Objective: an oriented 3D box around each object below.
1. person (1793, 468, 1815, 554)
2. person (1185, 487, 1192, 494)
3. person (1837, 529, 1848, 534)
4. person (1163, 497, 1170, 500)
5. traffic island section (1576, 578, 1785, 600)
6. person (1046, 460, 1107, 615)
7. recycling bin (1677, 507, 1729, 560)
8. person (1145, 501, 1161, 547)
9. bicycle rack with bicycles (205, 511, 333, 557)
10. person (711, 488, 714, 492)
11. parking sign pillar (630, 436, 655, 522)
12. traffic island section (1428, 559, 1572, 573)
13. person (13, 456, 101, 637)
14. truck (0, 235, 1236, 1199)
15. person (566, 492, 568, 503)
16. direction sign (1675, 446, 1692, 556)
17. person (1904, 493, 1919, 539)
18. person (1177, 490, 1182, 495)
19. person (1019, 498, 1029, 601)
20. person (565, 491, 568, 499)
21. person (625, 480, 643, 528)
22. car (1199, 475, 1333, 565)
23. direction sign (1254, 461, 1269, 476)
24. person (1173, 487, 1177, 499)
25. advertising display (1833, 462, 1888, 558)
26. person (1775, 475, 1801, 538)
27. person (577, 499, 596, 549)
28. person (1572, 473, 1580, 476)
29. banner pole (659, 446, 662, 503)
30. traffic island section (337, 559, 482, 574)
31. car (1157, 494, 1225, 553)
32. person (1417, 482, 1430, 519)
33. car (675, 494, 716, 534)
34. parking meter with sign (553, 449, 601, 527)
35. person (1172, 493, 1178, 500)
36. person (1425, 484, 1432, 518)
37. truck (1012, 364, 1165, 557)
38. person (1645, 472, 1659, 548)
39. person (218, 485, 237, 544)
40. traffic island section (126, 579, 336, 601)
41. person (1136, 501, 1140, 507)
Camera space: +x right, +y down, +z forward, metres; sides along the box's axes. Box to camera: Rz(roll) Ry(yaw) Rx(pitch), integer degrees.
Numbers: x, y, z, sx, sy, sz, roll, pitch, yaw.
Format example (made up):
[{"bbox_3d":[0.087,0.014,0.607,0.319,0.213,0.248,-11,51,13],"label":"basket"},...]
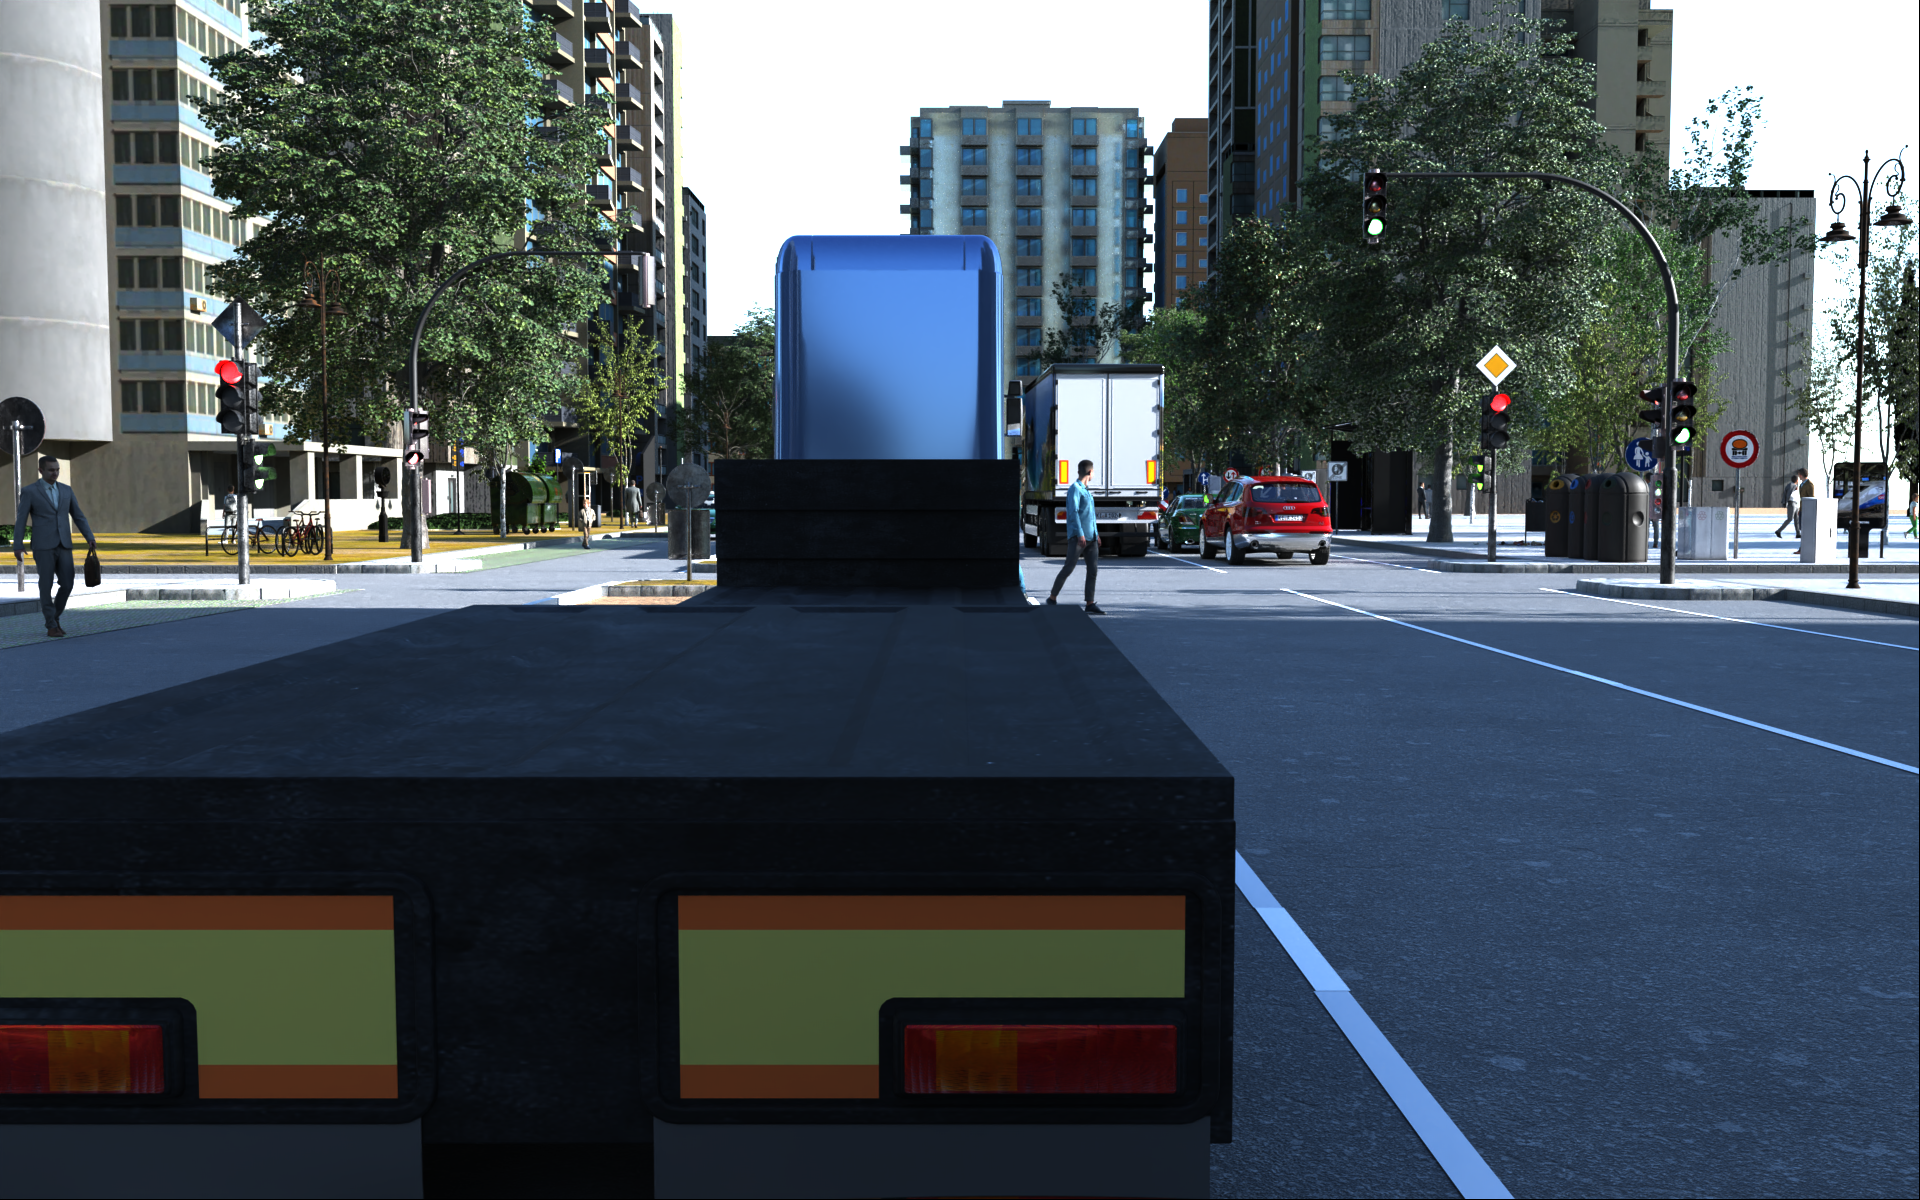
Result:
[{"bbox_3d":[18.154,-1.907,37.133,0.836,1.842,0.656,-1,4,-21],"label":"person"},{"bbox_3d":[15.154,-6.553,113.977,1.217,1.735,0.721,-2,4,-25],"label":"person"},{"bbox_3d":[28.724,-3.041,56.347,0.593,1.750,0.643,1,4,16],"label":"person"},{"bbox_3d":[16.403,-7.918,138.683,0.799,1.438,0.628,0,4,4],"label":"person"},{"bbox_3d":[10.127,-0.153,24.785,2.009,0.180,2.903,0,4,0],"label":"traffic island section"},{"bbox_3d":[1.413,-0.755,20.709,0.748,1.841,0.638,3,4,37],"label":"person"},{"bbox_3d":[14.542,-1.306,33.900,0.722,1.027,0.722,0,4,0],"label":"recycling bin"},{"bbox_3d":[5.282,-2.376,47.151,0.655,1.846,0.447,-2,4,-29],"label":"person"},{"bbox_3d":[-14.367,-1.420,36.607,2.852,0.926,2.925,1,4,14],"label":"bicycle rack with bicycles"},{"bbox_3d":[-20.260,-8.271,141.721,0.683,1.767,0.568,0,4,-5],"label":"person"},{"bbox_3d":[-14.391,-5.548,79.187,1.447,3.967,1.447,1,4,13],"label":"parking sign pillar"},{"bbox_3d":[10.082,-0.642,32.770,2.009,0.180,2.903,0,4,0],"label":"traffic island section"},{"bbox_3d":[-9.050,-0.532,17.322,0.853,1.813,0.709,2,4,34],"label":"person"},{"bbox_3d":[-0.738,-1.376,12.255,2.967,4.110,18.799,0,3,0],"label":"truck"},{"bbox_3d":[-20.608,-5.243,92.168,0.661,1.777,0.834,2,4,30],"label":"person"},{"bbox_3d":[14.856,-2.668,35.626,0.379,3.537,0.876,0,4,2],"label":"direction sign"},{"bbox_3d":[27.024,-2.375,49.115,0.590,1.304,0.306,-1,4,-11],"label":"person"},{"bbox_3d":[21.262,-9.800,167.740,0.593,1.643,0.415,-2,4,-35],"label":"person"},{"bbox_3d":[0.570,-0.839,22.201,0.713,1.824,0.794,-1,4,-23],"label":"person"},{"bbox_3d":[-22.875,-5.881,102.181,0.794,1.824,0.713,-1,4,-19],"label":"person"},{"bbox_3d":[-12.393,-3.653,65.878,0.694,1.812,0.767,0,3,0],"label":"person"},{"bbox_3d":[6.389,-1.708,36.602,2.281,1.827,5.304,0,4,-2],"label":"car"},{"bbox_3d":[13.305,-5.121,75.718,0.876,3.537,0.379,0,4,-3],"label":"direction sign"},{"bbox_3d":[17.299,-8.144,139.188,0.705,1.826,1.348,0,4,0],"label":"person"},{"bbox_3d":[18.103,-1.813,34.863,0.974,1.923,0.123,2,4,23],"label":"advertising display"},{"bbox_3d":[24.063,-2.690,50.118,0.850,1.850,0.679,2,4,33],"label":"person"},{"bbox_3d":[-9.653,-1.961,44.836,0.475,1.303,0.640,-3,4,-37],"label":"person"},{"bbox_3d":[12.795,-1.806,36.402,0.643,1.720,0.563,3,4,36],"label":"person"},{"bbox_3d":[-15.498,-6.100,89.760,0.401,3.779,0.863,-1,4,-10],"label":"banner pole"},{"bbox_3d":[-10.259,-0.635,32.660,2.009,0.180,2.903,0,4,0],"label":"traffic island section"},{"bbox_3d":[6.034,-1.939,43.508,2.131,1.459,4.920,0,4,0],"label":"car"},{"bbox_3d":[23.755,-5.106,88.890,0.474,1.900,0.648,-2,4,-34],"label":"person"},{"bbox_3d":[-7.913,-2.647,55.071,2.131,1.459,4.920,0,4,-2],"label":"car"},{"bbox_3d":[-14.714,-4.308,66.705,1.738,3.016,0.543,1,4,8],"label":"parking meter with sign"},{"bbox_3d":[19.917,-9.189,159.544,0.557,1.426,1.065,3,5,42],"label":"person"},{"bbox_3d":[24.921,-5.245,92.065,0.678,1.792,0.850,1,4,12],"label":"person"},{"bbox_3d":[2.990,-3.300,42.876,2.839,4.237,11.283,0,4,-2],"label":"truck"},{"bbox_3d":[16.486,-2.153,41.420,0.511,1.800,0.466,-1,4,-16],"label":"person"},{"bbox_3d":[-18.895,-2.213,44.816,0.523,1.515,0.503,1,4,12],"label":"person"},{"bbox_3d":[-10.214,-0.146,24.675,2.009,0.180,2.903,0,4,0],"label":"traffic island section"},{"bbox_3d":[14.001,-7.959,136.156,1.348,1.826,0.705,0,4,7],"label":"person"}]
